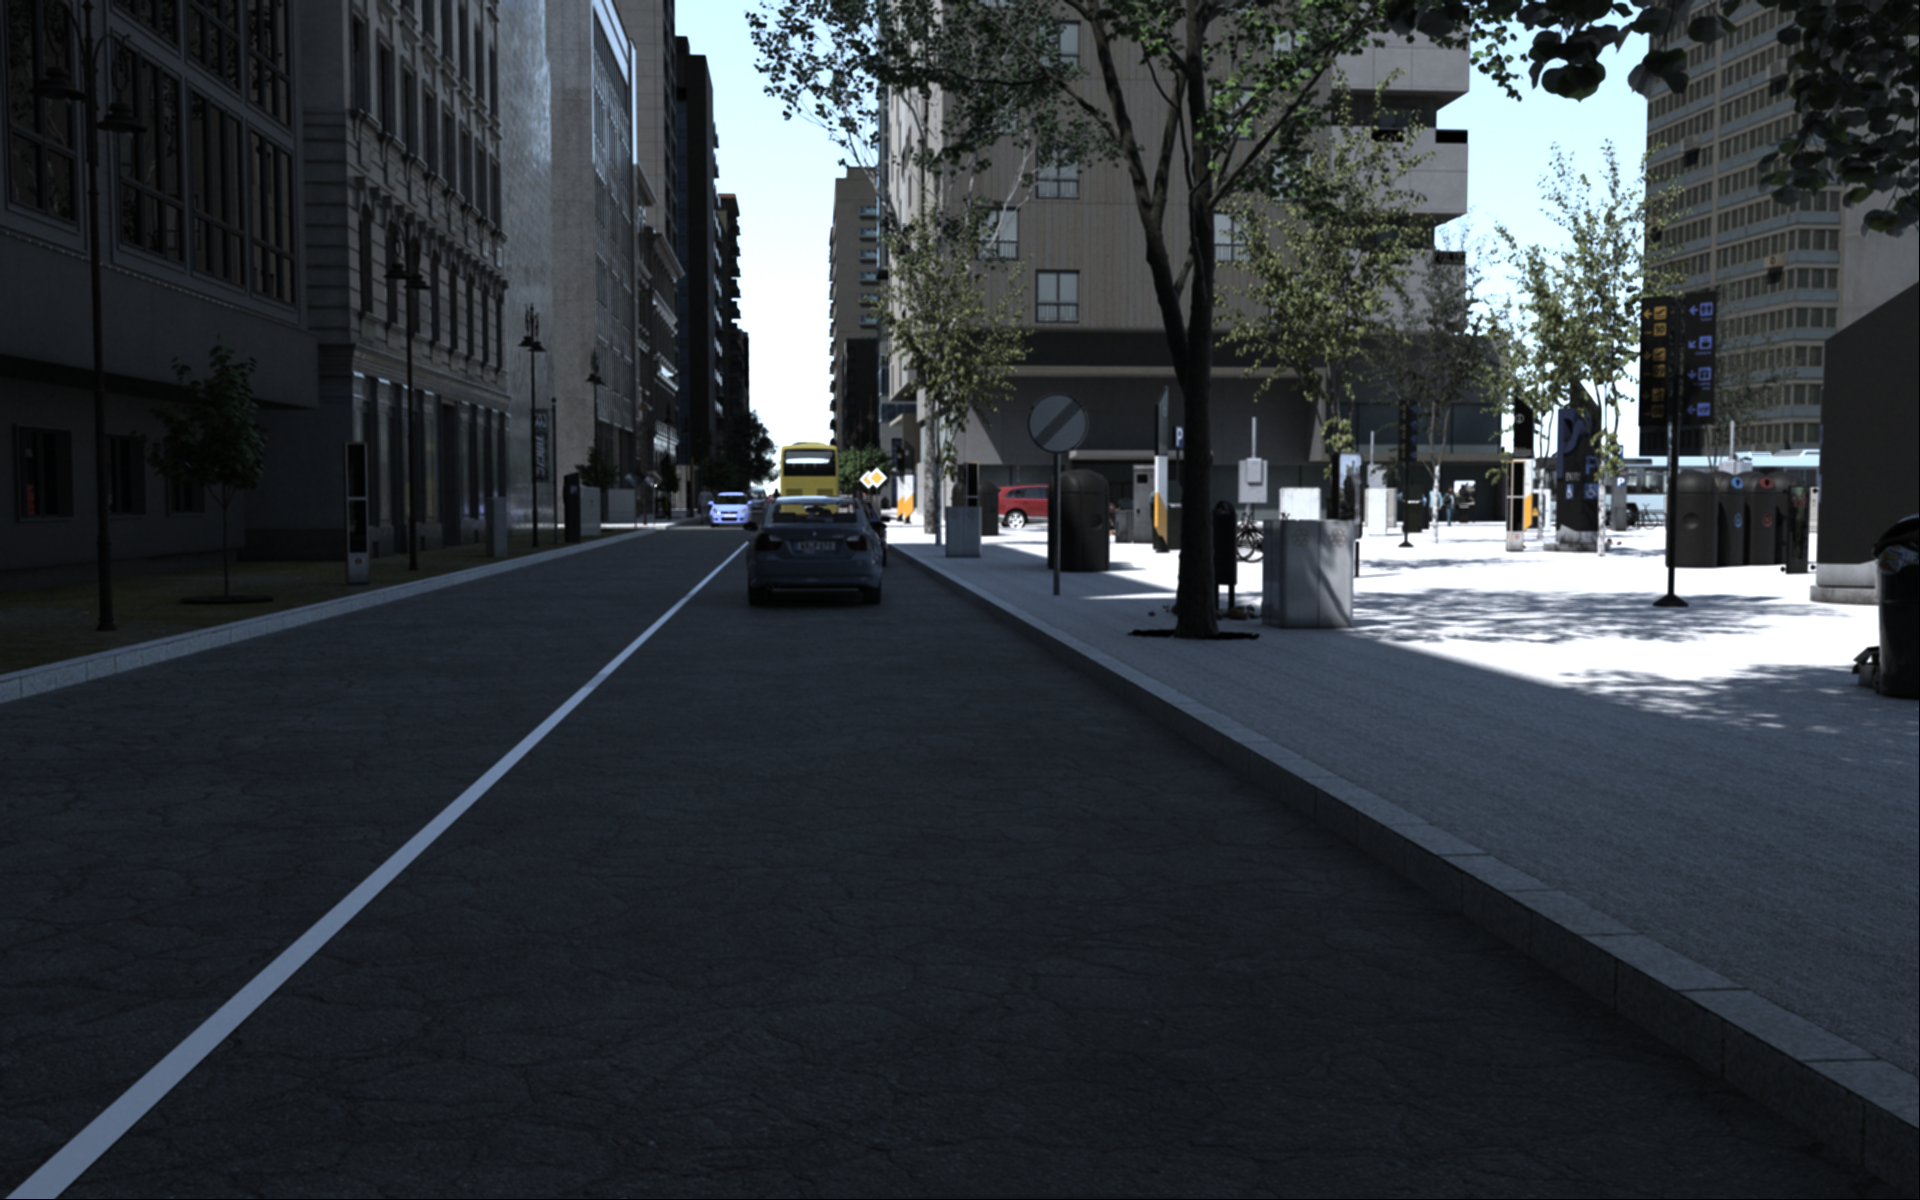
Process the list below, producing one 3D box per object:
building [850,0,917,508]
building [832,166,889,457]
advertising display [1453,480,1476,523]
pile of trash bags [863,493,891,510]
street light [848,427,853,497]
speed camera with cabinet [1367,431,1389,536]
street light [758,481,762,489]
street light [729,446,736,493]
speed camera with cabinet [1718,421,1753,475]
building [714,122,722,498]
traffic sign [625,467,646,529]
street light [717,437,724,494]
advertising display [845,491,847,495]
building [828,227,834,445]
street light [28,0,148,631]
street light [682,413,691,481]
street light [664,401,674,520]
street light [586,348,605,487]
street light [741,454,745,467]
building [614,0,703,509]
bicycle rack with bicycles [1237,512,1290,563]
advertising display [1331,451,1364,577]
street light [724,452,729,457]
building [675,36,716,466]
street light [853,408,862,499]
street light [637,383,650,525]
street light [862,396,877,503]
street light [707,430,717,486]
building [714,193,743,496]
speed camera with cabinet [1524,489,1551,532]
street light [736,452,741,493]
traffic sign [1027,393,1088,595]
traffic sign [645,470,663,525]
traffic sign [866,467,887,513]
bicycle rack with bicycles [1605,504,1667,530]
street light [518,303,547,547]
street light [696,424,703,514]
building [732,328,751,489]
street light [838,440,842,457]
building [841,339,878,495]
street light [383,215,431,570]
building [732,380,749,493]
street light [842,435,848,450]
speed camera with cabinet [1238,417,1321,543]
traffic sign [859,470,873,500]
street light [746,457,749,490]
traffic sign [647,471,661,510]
[{"bbox_3d":[0.323,-52.815,176.190,22.319,86.520,31.000,0,4,-5],"label":"building"},{"bbox_3d":[-7.620,-38.446,252.292,21.300,48.544,21.600,0,4,-5],"label":"building"},{"bbox_3d":[22.301,-4.367,76.615,0.974,1.923,0.123,1,4,12],"label":"advertising display"},{"bbox_3d":[-7.305,-8.249,144.622,1.912,1.369,3.447,-3,4,-38],"label":"pile of trash bags"},{"bbox_3d":[-6.407,-8.129,105.703,0.468,5.910,1.993,0,4,-5],"label":"street light"},{"bbox_3d":[12.960,-3.631,53.696,0.660,3.252,2.038,1,4,13],"label":"speed camera with cabinet"},{"bbox_3d":[-31.373,-18.164,269.768,0.468,5.910,1.993,0,4,-5],"label":"street light"},{"bbox_3d":[-21.501,-11.573,162.011,0.468,5.910,1.993,0,4,-5],"label":"street light"},{"bbox_3d":[21.376,-3.182,46.365,0.660,3.252,2.038,-2,4,-32],"label":"speed camera with cabinet"},{"bbox_3d":[-38.582,-35.232,195.657,23.786,49.044,30.456,0,4,-5],"label":"building"},{"bbox_3d":[-11.962,-3.683,63.866,0.795,2.450,0.064,0,4,-5],"label":"traffic sign"},{"bbox_3d":[-19.323,-10.127,138.371,0.468,5.910,1.993,0,4,-5],"label":"street light"},{"bbox_3d":[-9.461,-8.089,137.467,0.974,1.923,0.123,-2,4,-27],"label":"advertising display"},{"bbox_3d":[-9.908,-38.096,277.490,22.147,44.769,28.867,0,4,-5],"label":"building"},{"bbox_3d":[-8.030,-2.650,16.118,0.468,5.910,1.993,0,4,-5],"label":"street light"},{"bbox_3d":[-15.618,-7.723,99.055,0.468,5.910,1.993,0,4,-5],"label":"street light"},{"bbox_3d":[-14.473,-6.932,86.121,0.468,5.910,1.993,0,4,-5],"label":"street light"},{"bbox_3d":[-11.559,-5.029,55.006,0.468,5.910,1.993,0,4,-5],"label":"street light"},{"bbox_3d":[-23.863,-13.155,187.873,0.468,5.910,1.993,0,4,-5],"label":"street light"},{"bbox_3d":[-33.725,-43.808,154.510,20.563,71.187,20.611,0,4,-5],"label":"building"},{"bbox_3d":[5.859,-1.209,33.154,2.925,0.926,2.852,1,4,15],"label":"bicycle rack with bicycles"},{"bbox_3d":[5.924,-1.303,26.511,0.123,1.923,0.974,2,4,35],"label":"advertising display"},{"bbox_3d":[-20.300,-10.749,148.535,0.468,5.910,1.993,0,4,-5],"label":"street light"},{"bbox_3d":[-31.867,-32.019,173.625,14.600,45.320,14.200,0,4,-5],"label":"building"},{"bbox_3d":[-5.317,-7.338,92.763,0.468,5.910,1.993,0,4,-5],"label":"street light"},{"bbox_3d":[-13.173,-6.085,72.285,0.468,5.910,1.993,0,4,-5],"label":"street light"},{"bbox_3d":[-4.098,-6.547,79.836,0.468,5.910,1.993,0,4,-5],"label":"street light"},{"bbox_3d":[-18.042,-9.329,125.310,0.468,5.910,1.993,0,4,-5],"label":"street light"},{"bbox_3d":[-42.168,-36.069,244.348,22.147,44.769,28.867,0,4,-5],"label":"building"},{"bbox_3d":[19.940,-3.922,58.454,2.038,3.252,0.660,0,4,5],"label":"speed camera with cabinet"},{"bbox_3d":[-22.686,-12.364,174.942,0.468,5.910,1.993,0,4,-5],"label":"street light"},{"bbox_3d":[1.227,-1.334,21.912,0.768,2.556,0.104,0,4,-2],"label":"traffic sign"},{"bbox_3d":[-12.695,-4.170,71.817,0.795,2.450,0.064,0,4,-5],"label":"traffic sign"},{"bbox_3d":[-3.104,-3.732,64.658,0.795,2.450,0.064,0,4,-5],"label":"traffic sign"},{"bbox_3d":[24.165,-3.035,63.008,2.925,0.926,2.852,-1,4,-9],"label":"bicycle rack with bicycles"},{"bbox_3d":[-10.358,-4.238,42.077,0.468,5.910,1.993,0,4,-5],"label":"street light"},{"bbox_3d":[-16.848,-8.513,111.982,0.468,5.910,1.993,0,4,-5],"label":"street light"},{"bbox_3d":[-43.170,-32.061,295.905,14.160,30.474,14.107,0,4,-5],"label":"building"},{"bbox_3d":[-8.867,-9.767,132.484,0.468,5.910,1.993,0,4,-5],"label":"street light"},{"bbox_3d":[-0.129,-22.209,208.152,27.650,21.520,28.899,0,4,-5],"label":"building"},{"bbox_3d":[-9.223,-3.441,29.048,0.468,5.910,1.993,0,4,-5],"label":"street light"},{"bbox_3d":[-47.826,-26.248,274.198,27.650,21.520,28.899,0,4,-5],"label":"building"},{"bbox_3d":[-7.668,-8.954,119.183,0.468,5.910,1.993,0,4,-5],"label":"street light"},{"bbox_3d":[8.261,-3.086,44.786,2.038,3.252,0.660,0,4,2],"label":"speed camera with cabinet"},{"bbox_3d":[-3.836,-4.218,72.610,0.795,2.450,0.064,0,4,-5],"label":"traffic sign"},{"bbox_3d":[-25.097,-13.946,200.800,0.468,5.910,1.993,0,4,-5],"label":"street light"},{"bbox_3d":[-13.494,-4.546,76.464,0.606,2.300,0.079,0,4,-3],"label":"traffic sign"}]
